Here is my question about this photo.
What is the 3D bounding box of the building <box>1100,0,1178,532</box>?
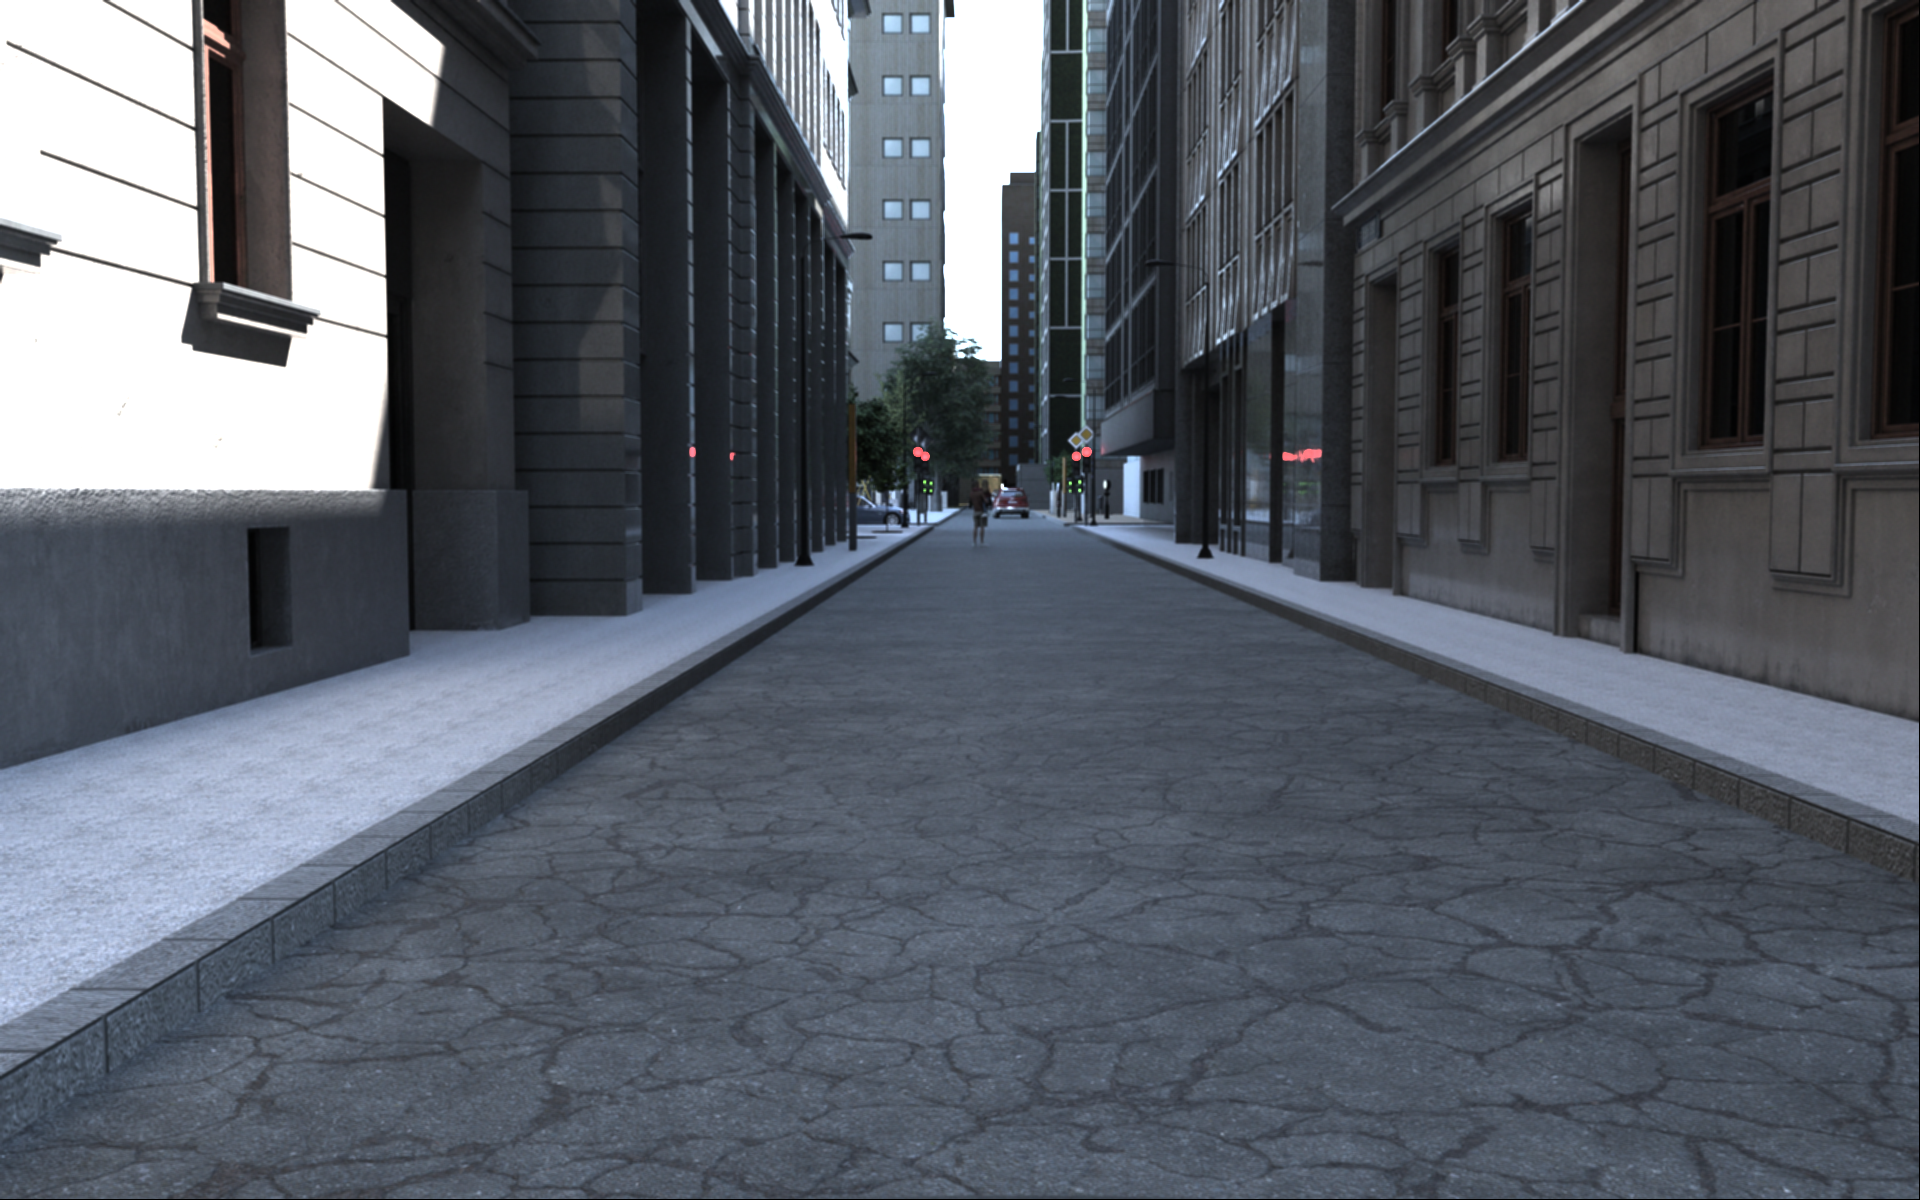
[{"bbox_3d":[12.549,-16.126,57.168,14.314,27.812,24.014,0,4,1],"label":"building"}]

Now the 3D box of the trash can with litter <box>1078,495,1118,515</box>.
[{"bbox_3d":[8.845,-5.886,107.289,1.678,1.210,2.233,-2,4,-35],"label":"trash can with litter"}]

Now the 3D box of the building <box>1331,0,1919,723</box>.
[{"bbox_3d":[10.417,-10.881,14.060,11.583,22.565,21.152,0,4,1],"label":"building"}]

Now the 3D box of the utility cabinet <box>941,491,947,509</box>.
[{"bbox_3d":[-1.655,-8.368,145.501,1.173,1.500,0.318,0,4,4],"label":"utility cabinet"}]

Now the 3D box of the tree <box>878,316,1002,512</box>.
[{"bbox_3d":[-1.548,-13.385,125.500,9.857,13.997,8.962,0,3,0],"label":"tree"}]

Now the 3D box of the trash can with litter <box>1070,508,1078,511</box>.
[{"bbox_3d":[9.379,-7.400,132.041,2.233,1.210,1.678,2,4,27],"label":"trash can with litter"}]

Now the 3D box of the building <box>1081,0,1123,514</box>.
[{"bbox_3d":[15.013,-26.367,114.701,14.154,41.232,14.086,0,4,1],"label":"building"}]

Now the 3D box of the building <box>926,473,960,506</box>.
[{"bbox_3d":[-10.389,-46.003,190.403,20.563,71.187,20.611,0,4,1],"label":"building"}]

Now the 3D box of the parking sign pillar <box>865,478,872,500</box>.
[{"bbox_3d":[-7.321,-9.183,138.612,1.447,3.967,1.447,0,4,2],"label":"parking sign pillar"}]

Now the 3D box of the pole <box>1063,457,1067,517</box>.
[{"bbox_3d":[5.800,-6.250,96.025,0.158,3.312,0.155,0,3,0],"label":"pole"}]

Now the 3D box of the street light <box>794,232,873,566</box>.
[{"bbox_3d":[-2.254,-3.569,30.889,1.470,5.913,1.316,0,4,1],"label":"street light"}]

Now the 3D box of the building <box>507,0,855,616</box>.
[{"bbox_3d":[-8.658,-15.571,32.082,11.434,29.767,29.804,0,4,1],"label":"building"}]

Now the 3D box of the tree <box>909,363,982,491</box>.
[{"bbox_3d":[-1.213,-14.070,148.172,7.486,12.596,7.792,0,3,0],"label":"tree"}]

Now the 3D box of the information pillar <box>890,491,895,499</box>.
[{"bbox_3d":[-4.134,-7.054,106.692,0.183,3.616,0.504,-2,4,-35],"label":"information pillar"}]

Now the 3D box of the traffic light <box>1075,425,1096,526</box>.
[{"bbox_3d":[5.091,-4.968,70.145,0.839,4.253,0.868,0,4,1],"label":"traffic light"}]

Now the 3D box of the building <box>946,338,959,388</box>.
[{"bbox_3d":[-15.118,-22.688,215.993,28.899,21.520,27.650,0,4,1],"label":"building"}]

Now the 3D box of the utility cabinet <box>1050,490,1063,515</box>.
[{"bbox_3d":[6.038,-5.998,106.753,0.318,1.500,1.173,3,5,45],"label":"utility cabinet"}]

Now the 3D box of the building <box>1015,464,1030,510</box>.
[{"bbox_3d":[15.032,-43.012,141.497,20.563,71.187,20.611,0,4,1],"label":"building"}]

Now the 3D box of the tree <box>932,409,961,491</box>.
[{"bbox_3d":[-1.415,-11.300,135.116,4.360,8.622,3.978,0,3,0],"label":"tree"}]

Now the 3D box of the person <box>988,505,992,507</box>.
[{"bbox_3d":[3.181,-10.863,185.978,0.709,1.838,0.599,0,4,-4],"label":"person"}]

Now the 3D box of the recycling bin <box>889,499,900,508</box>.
[{"bbox_3d":[-3.546,-4.782,90.747,0.722,1.027,0.722,0,4,6],"label":"recycling bin"}]

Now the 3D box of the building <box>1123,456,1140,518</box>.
[{"bbox_3d":[21.912,-30.570,89.059,27.495,52.752,28.713,0,4,1],"label":"building"}]

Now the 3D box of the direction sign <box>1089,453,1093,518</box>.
[{"bbox_3d":[7.213,-6.289,94.820,0.379,3.537,0.876,0,4,-3],"label":"direction sign"}]

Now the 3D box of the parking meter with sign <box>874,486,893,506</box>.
[{"bbox_3d":[-3.602,-5.111,79.831,0.543,3.016,1.738,-2,4,-27],"label":"parking meter with sign"}]

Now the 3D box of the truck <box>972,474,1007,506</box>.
[{"bbox_3d":[2.759,-10.553,168.469,3.469,3.379,9.791,0,4,2],"label":"truck"}]

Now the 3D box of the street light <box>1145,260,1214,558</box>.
[{"bbox_3d":[4.372,-3.791,34.517,1.470,5.913,1.316,0,4,1],"label":"street light"}]

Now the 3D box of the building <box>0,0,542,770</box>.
[{"bbox_3d":[-10.701,-13.341,5.518,14.401,28.519,23.554,0,4,1],"label":"building"}]

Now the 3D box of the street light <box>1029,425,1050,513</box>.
[{"bbox_3d":[5.631,-8.849,117.219,1.470,5.913,1.316,0,4,1],"label":"street light"}]

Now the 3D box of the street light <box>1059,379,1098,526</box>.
[{"bbox_3d":[4.859,-5.949,69.800,1.470,5.913,1.316,0,4,1],"label":"street light"}]

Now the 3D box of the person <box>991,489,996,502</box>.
[{"bbox_3d":[3.063,-8.861,153.259,0.514,1.842,0.818,-1,4,-16],"label":"person"}]

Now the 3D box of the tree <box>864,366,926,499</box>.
[{"bbox_3d":[-3.982,-9.172,100.332,4.737,8.622,4.395,0,3,0],"label":"tree"}]

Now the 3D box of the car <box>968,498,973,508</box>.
[{"bbox_3d":[1.841,-10.182,178.275,2.131,1.459,4.920,0,3,0],"label":"car"}]

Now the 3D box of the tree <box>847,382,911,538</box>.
[{"bbox_3d":[-3.106,-4.083,50.476,4.285,4.588,4.351,0,3,0],"label":"tree"}]

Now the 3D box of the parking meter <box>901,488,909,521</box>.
[{"bbox_3d":[-2.688,-4.792,84.067,0.255,1.863,0.399,-2,4,-30],"label":"parking meter"}]

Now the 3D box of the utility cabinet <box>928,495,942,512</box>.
[{"bbox_3d":[-1.806,-7.070,126.748,1.020,1.237,0.306,-2,4,-28],"label":"utility cabinet"}]

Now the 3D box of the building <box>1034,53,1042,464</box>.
[{"bbox_3d":[14.463,-29.335,163.217,14.154,41.232,14.086,0,4,1],"label":"building"}]

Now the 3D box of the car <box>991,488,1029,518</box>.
[{"bbox_3d":[3.038,-5.824,103.891,2.281,1.827,5.304,0,4,-1],"label":"car"}]

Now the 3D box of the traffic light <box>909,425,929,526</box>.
[{"bbox_3d":[-1.669,-4.973,70.233,0.839,4.253,0.868,0,4,1],"label":"traffic light"}]

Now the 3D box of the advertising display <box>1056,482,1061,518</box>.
[{"bbox_3d":[5.420,-5.487,94.924,0.123,1.923,0.974,0,4,-5],"label":"advertising display"}]

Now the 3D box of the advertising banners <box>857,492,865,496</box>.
[{"bbox_3d":[-8.503,-9.152,145.815,2.074,3.025,0.090,3,5,40],"label":"advertising banners"}]

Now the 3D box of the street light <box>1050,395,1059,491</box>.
[{"bbox_3d":[5.096,-6.659,81.423,1.470,5.913,1.316,0,4,1],"label":"street light"}]

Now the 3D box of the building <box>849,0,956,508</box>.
[{"bbox_3d":[-14.975,-35.309,166.533,28.713,52.752,27.495,0,4,1],"label":"building"}]

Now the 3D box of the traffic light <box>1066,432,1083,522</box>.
[{"bbox_3d":[5.215,-5.456,78.129,0.839,4.253,0.868,0,4,1],"label":"traffic light"}]

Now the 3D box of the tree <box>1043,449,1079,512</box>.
[{"bbox_3d":[7.739,-8.763,126.991,4.285,4.588,4.351,0,3,0],"label":"tree"}]

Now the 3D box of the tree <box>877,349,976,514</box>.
[{"bbox_3d":[-2.699,-10.885,112.377,8.767,10.594,7.601,3,4,37],"label":"tree"}]

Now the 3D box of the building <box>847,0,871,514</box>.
[{"bbox_3d":[-18.746,-14.032,62.704,30.059,22.955,16.112,0,4,1],"label":"building"}]

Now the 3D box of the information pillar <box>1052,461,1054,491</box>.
[{"bbox_3d":[6.656,-8.095,123.708,0.183,3.616,0.504,1,4,9],"label":"information pillar"}]

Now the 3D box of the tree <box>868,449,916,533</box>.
[{"bbox_3d":[-2.514,-3.839,57.376,1.663,3.219,1.824,0,3,0],"label":"tree"}]

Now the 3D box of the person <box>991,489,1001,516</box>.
[{"bbox_3d":[2.375,-6.311,112.437,0.760,1.731,0.466,-3,5,-41],"label":"person"}]

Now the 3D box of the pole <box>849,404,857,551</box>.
[{"bbox_3d":[-2.432,-2.780,39.295,0.158,3.312,0.155,0,3,0],"label":"pole"}]

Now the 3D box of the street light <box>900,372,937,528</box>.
[{"bbox_3d":[-1.572,-5.726,66.169,1.470,5.913,1.316,0,4,1],"label":"street light"}]

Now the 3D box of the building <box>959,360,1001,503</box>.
[{"bbox_3d":[-8.634,-24.827,250.956,28.899,21.520,27.650,0,4,1],"label":"building"}]

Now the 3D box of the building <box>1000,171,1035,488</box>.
[{"bbox_3d":[12.808,-36.270,243.122,14.200,45.320,14.600,0,4,1],"label":"building"}]

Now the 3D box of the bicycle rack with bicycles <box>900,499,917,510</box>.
[{"bbox_3d":[-4.174,-7.583,137.365,2.925,0.926,2.852,1,4,9],"label":"bicycle rack with bicycles"}]

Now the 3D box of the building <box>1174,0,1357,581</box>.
[{"bbox_3d":[11.443,-13.239,34.483,12.078,24.808,19.932,0,4,1],"label":"building"}]

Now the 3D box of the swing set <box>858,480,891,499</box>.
[{"bbox_3d":[-7.689,-9.398,151.271,2.862,2.851,3.119,1,4,18],"label":"swing set"}]

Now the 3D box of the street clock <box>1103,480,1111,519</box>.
[{"bbox_3d":[7.565,-5.175,89.181,0.358,2.002,0.471,-1,4,-19],"label":"street clock"}]

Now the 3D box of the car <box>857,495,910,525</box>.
[{"bbox_3d":[-4.382,-3.836,74.724,4.499,1.417,2.014,0,3,0],"label":"car"}]

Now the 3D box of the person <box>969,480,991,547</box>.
[{"bbox_3d":[0.572,-2.381,47.407,0.580,1.828,0.573,-1,4,-11],"label":"person"}]

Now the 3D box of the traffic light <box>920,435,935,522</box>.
[{"bbox_3d":[-1.546,-5.462,78.217,0.839,4.253,0.868,0,4,1],"label":"traffic light"}]
